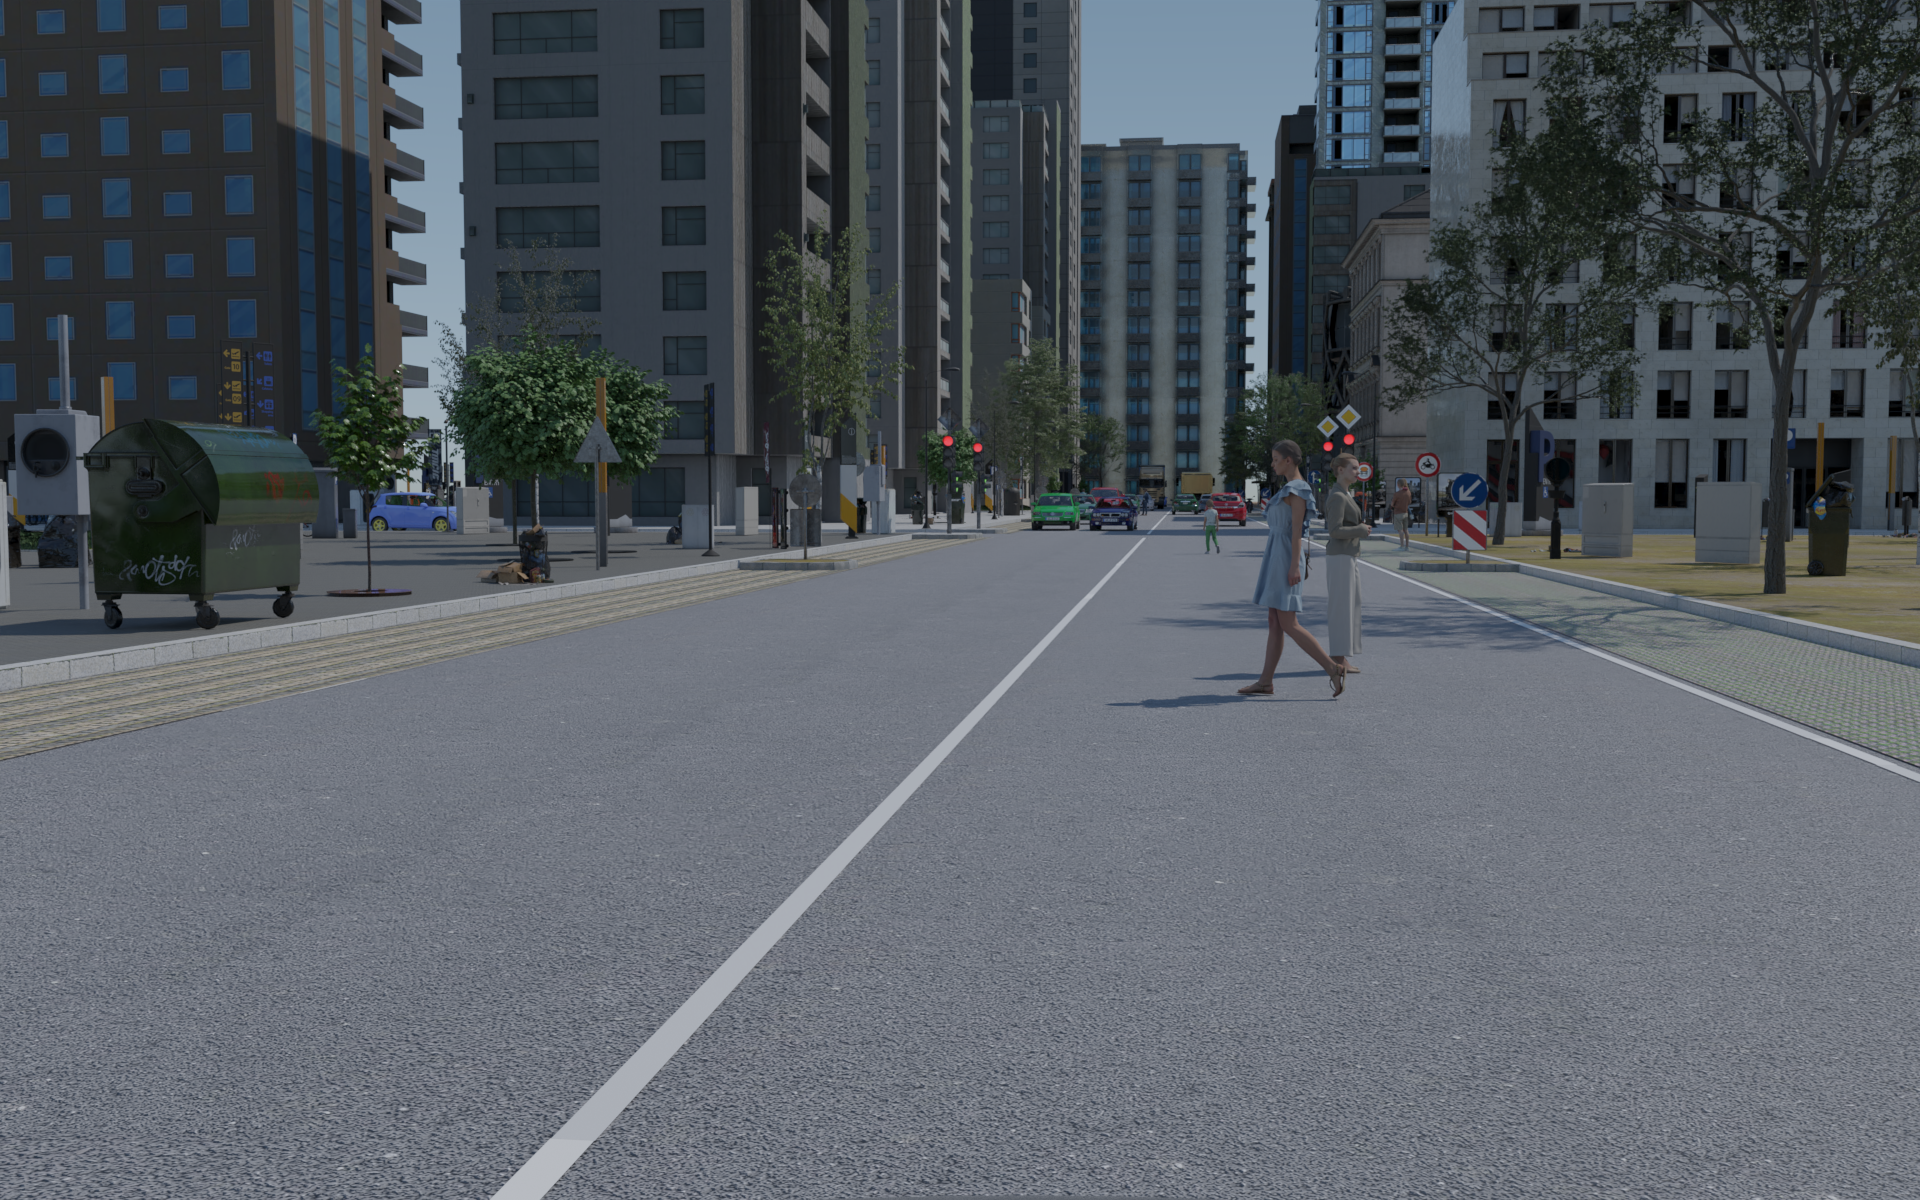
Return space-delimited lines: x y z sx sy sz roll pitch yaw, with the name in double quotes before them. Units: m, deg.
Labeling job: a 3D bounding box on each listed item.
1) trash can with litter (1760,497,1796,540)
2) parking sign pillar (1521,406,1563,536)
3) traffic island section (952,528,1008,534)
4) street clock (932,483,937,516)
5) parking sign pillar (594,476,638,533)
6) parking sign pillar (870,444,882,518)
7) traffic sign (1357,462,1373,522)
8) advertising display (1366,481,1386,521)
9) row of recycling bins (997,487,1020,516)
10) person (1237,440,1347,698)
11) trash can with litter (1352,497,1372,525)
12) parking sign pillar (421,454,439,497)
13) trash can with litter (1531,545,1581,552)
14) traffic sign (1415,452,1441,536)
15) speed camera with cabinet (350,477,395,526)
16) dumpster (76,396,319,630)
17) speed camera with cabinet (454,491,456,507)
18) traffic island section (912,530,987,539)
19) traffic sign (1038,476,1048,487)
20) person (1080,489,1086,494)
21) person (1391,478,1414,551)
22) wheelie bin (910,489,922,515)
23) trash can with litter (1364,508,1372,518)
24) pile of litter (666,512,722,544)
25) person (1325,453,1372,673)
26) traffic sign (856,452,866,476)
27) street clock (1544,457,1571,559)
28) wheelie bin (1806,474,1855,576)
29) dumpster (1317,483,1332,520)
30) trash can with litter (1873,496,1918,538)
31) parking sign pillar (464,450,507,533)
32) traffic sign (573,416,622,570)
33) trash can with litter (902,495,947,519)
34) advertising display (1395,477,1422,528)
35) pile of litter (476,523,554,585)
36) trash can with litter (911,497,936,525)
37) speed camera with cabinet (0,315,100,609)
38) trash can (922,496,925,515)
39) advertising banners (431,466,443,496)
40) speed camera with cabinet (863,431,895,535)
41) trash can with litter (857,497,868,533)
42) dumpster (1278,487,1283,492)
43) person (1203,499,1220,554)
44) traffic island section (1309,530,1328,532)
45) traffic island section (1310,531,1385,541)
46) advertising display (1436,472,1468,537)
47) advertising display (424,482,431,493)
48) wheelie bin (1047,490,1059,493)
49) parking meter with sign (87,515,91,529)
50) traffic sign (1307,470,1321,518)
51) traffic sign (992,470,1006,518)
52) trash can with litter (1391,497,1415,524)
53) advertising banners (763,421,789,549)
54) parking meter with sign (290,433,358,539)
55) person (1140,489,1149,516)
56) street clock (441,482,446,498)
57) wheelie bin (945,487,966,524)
"trash can with litter" 22.460 -2.311 48.849 2.233 1.210 1.678 1 4 18
"parking sign pillar" 17.796 -3.958 53.183 1.447 3.967 1.447 3 5 42
"traffic island section" 0.669 -2.548 63.934 2.009 0.180 2.903 0 4 7
"street clock" -1.502 -6.034 103.230 0.358 2.002 0.471 0 4 -2
"parking sign pillar" -11.395 -4.206 57.247 1.447 3.967 1.447 1 4 23
"parking sign pillar" -4.823 -6.485 94.506 1.447 3.967 1.447 1 4 17
"traffic sign" 16.054 -4.206 68.871 0.768 2.556 0.104 1 4 12
"advertising display" 20.141 -4.812 83.886 0.974 1.923 0.123 1 4 12
"row of recycling bins" 2.957 -5.917 103.854 1.069 1.692 3.534 -1 4 -8
"person" 2.359 -0.223 12.234 0.778 1.811 0.616 1 4 23
"trash can with litter" 16.530 -3.648 71.030 1.055 1.170 0.624 2 4 31
"parking sign pillar" -35.053 -7.734 114.928 1.447 3.967 1.447 1 4 18
"trash can with litter" 13.789 -1.674 38.426 2.233 1.210 1.678 1 4 9
"traffic sign" 14.251 -3.223 52.810 0.768 2.556 0.104 1 4 12
"speed camera with cabinet" -24.199 -4.711 71.368 0.660 3.252 2.038 2 4 24
"dumpster" -7.517 -0.897 17.156 1.502 2.255 1.985 0 4 7
"speed camera with cabinet" -26.080 -6.038 93.060 2.038 3.252 0.660 -2 4 -26
"traffic island section" -0.365 -2.063 56.016 2.009 0.180 2.903 0 4 7
"traffic sign" 5.737 -7.329 119.932 0.768 2.556 0.104 1 4 13
"person" 9.275 -7.518 131.434 0.660 1.820 0.620 1 4 8
"person" 11.091 -2.138 43.434 0.573 1.828 0.580 1 4 10
"wheelie bin" -2.540 -5.714 101.325 0.693 1.594 0.980 -1 4 -8
"trash can with litter" 21.445 -4.999 92.787 1.678 1.210 2.233 -3 5 -39
"pile of litter" -6.901 -1.893 44.917 1.719 0.858 1.176 -2 4 -35
"person" 3.104 -0.294 13.854 0.362 1.759 0.519 1 4 17
"traffic sign" -3.197 -3.160 51.780 0.768 2.556 0.104 1 4 17
"street clock" 11.772 -1.811 34.188 0.471 2.002 0.358 1 4 10
"wheelie bin" 13.713 -1.186 27.301 0.693 1.594 0.980 2 4 27
"dumpster" 18.649 -4.978 87.145 1.264 1.857 1.865 0 4 7
"trash can with litter" 27.976 -2.474 51.503 1.678 1.210 2.233 3 4 36
"parking sign pillar" -15.837 -4.229 57.621 1.447 3.967 1.447 2 4 32
"traffic sign" -6.082 -1.775 29.028 0.884 2.594 0.081 1 4 16
"trash can with litter" -1.808 -4.838 90.151 2.233 1.210 1.678 1 4 11
"advertising display" 16.958 -3.692 65.583 0.974 1.923 0.123 2 4 26
"pile of litter" -6.450 -0.686 25.176 1.176 0.858 1.719 0 4 -1
"trash can with litter" -1.526 -3.734 72.444 1.055 1.170 0.624 0 4 4
"speed camera with cabinet" -10.596 -1.511 19.035 2.038 3.252 0.660 0 3 0
"trash can" -2.369 -5.658 104.166 0.748 1.137 0.748 0 3 0
"advertising banners" -32.638 -6.814 107.591 2.074 3.025 0.090 3 5 43
"speed camera with cabinet" -2.575 -3.722 55.196 0.660 3.252 2.038 1 4 12
"trash can with litter" -3.420 -2.775 56.752 0.624 1.170 1.055 -1 4 -22
"dumpster" 23.546 -7.278 124.756 1.264 1.857 1.865 0 4 7
"person" 6.019 -1.753 41.411 0.306 1.304 0.590 -1 4 -20
"traffic island section" 13.204 -2.448 62.298 2.009 0.180 2.903 0 4 7
"traffic island section" 12.170 -1.963 54.380 2.009 0.180 2.903 0 4 7
"advertising display" 14.635 -2.826 51.419 0.974 1.923 0.123 0 4 0
"advertising display" -29.394 -5.531 95.651 0.123 1.923 0.974 0 4 0
"wheelie bin" 7.300 -7.610 132.337 0.980 1.594 0.693 0 4 3
"parking meter with sign" -23.529 -3.191 48.440 1.738 3.016 0.543 -3 5 -43
"traffic sign" 18.945 -5.654 92.543 0.768 2.556 0.104 1 4 9
"traffic sign" 2.080 -5.670 92.805 0.768 2.556 0.104 1 4 9
"trash can with litter" 18.715 -3.772 73.054 1.055 1.170 0.624 3 5 43
"advertising banners" -4.377 -2.744 41.056 0.090 3.025 2.074 -1 4 -21
"parking meter with sign" -18.326 -3.283 49.944 1.738 3.016 0.543 -1 4 -10
"person" 12.314 -6.513 115.166 0.419 1.800 0.721 -2 4 -31
"street clock" -30.368 -5.954 101.921 0.358 2.002 0.471 -1 4 -22
"wheelie bin" -0.175 -4.054 74.197 0.980 1.594 0.693 1 4 19
